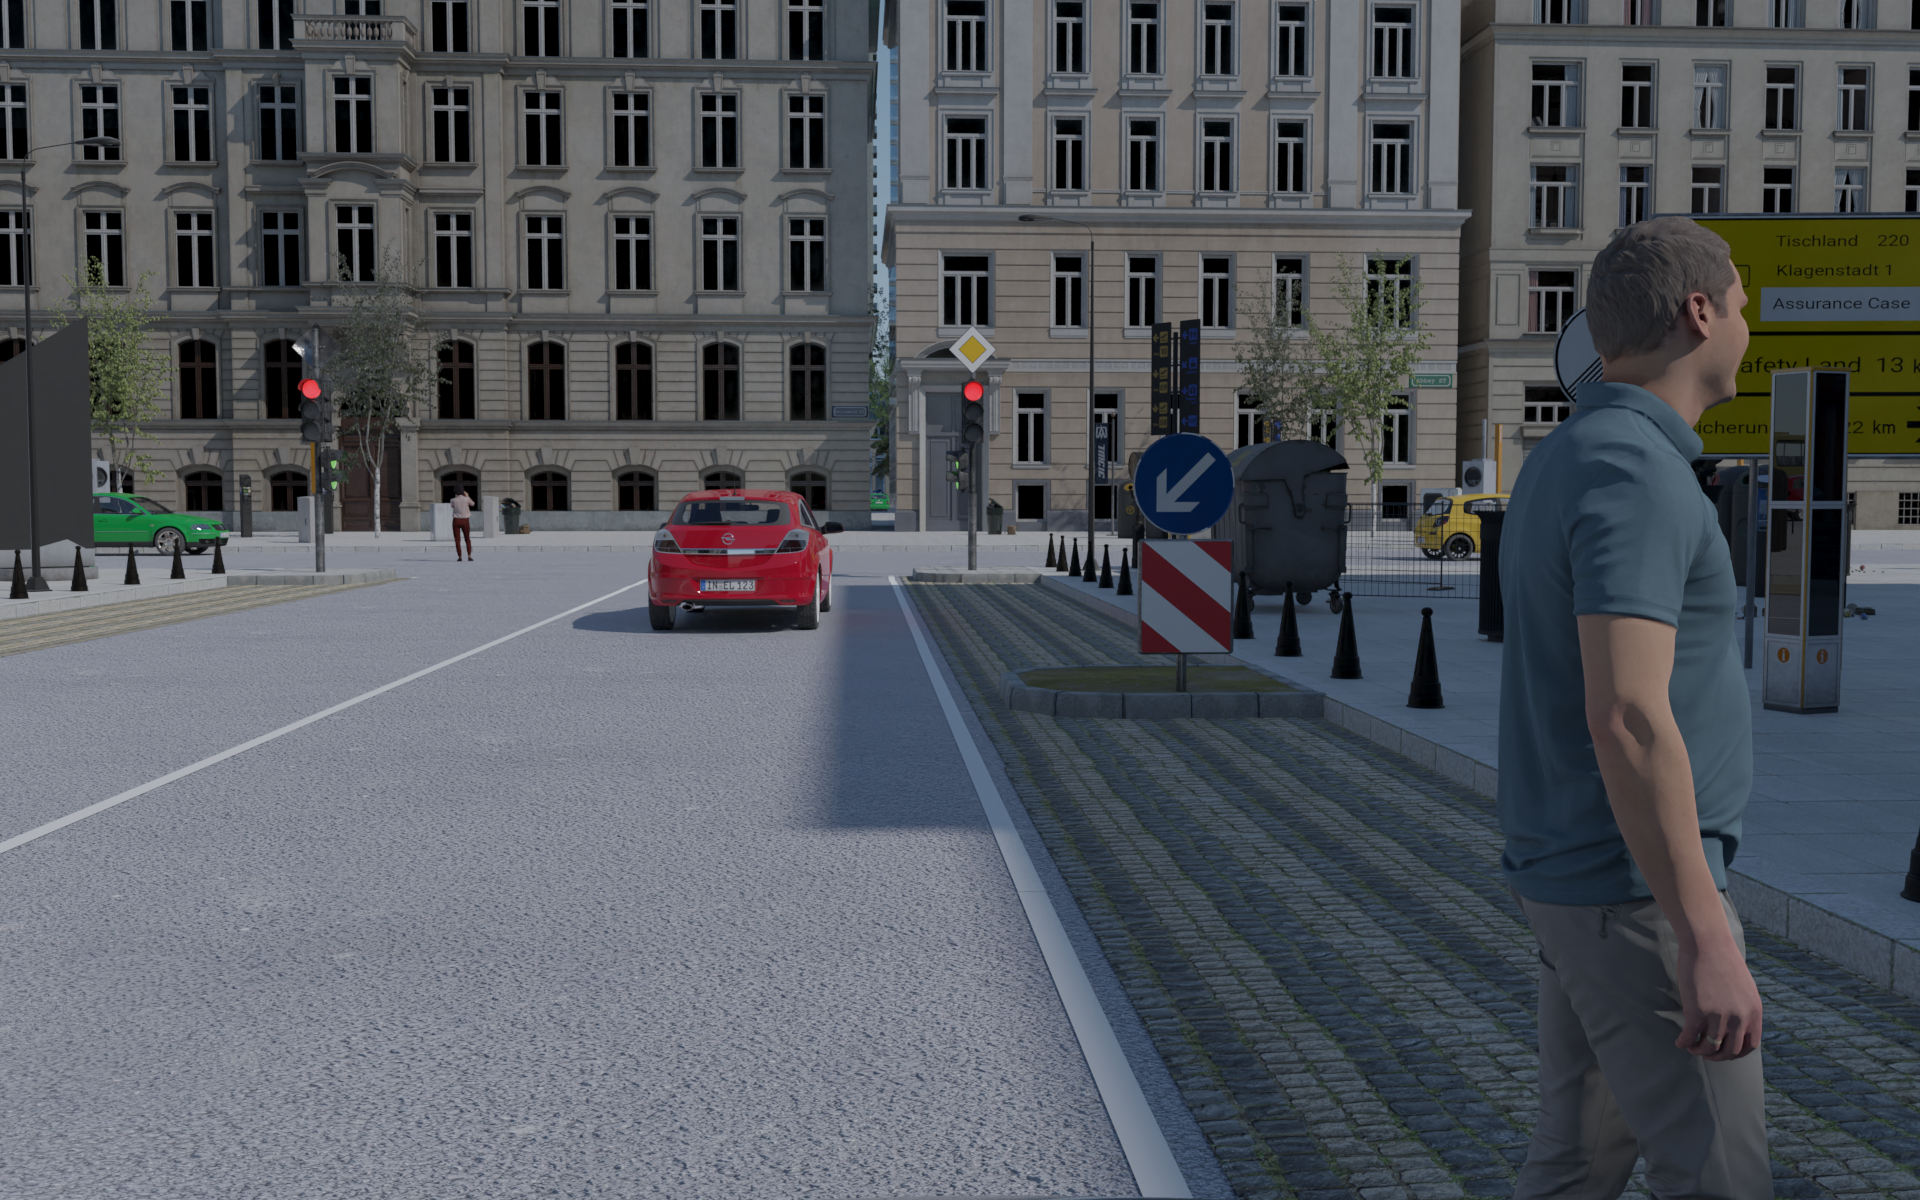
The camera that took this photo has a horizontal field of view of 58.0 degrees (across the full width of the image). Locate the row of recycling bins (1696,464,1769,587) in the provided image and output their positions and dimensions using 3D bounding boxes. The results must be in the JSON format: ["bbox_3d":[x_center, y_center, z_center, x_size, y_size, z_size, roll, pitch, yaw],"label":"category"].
[{"bbox_3d":[11.255,-1.124,25.494,1.069,1.692,3.534,0,4,-1],"label":"row of recycling bins"}]

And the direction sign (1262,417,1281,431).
[{"bbox_3d":[9.208,-3.623,51.231,0.876,3.537,0.379,-3,5,-44],"label":"direction sign"}]

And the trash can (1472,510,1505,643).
[{"bbox_3d":[4.839,-0.210,15.084,0.748,1.137,0.748,0,3,0],"label":"trash can"}]

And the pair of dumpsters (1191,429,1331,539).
[{"bbox_3d":[4.754,-1.574,28.229,1.574,2.255,4.437,0,4,-3],"label":"pair of dumpsters"}]

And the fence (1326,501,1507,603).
[{"bbox_3d":[5.442,-0.546,20.134,2.264,1.192,0.480,2,4,25],"label":"fence"}]

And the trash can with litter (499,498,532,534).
[{"bbox_3d":[-14.182,-2.682,55.232,0.624,1.170,1.055,2,4,25],"label":"trash can with litter"}]

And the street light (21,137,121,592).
[{"bbox_3d":[-11.615,-3.065,22.652,1.470,5.913,1.316,0,4,-3],"label":"street light"}]

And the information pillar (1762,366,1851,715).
[{"bbox_3d":[4.974,-0.348,10.188,0.304,2.012,0.304,-1,4,-21],"label":"information pillar"}]

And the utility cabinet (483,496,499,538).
[{"bbox_3d":[-13.737,-2.422,50.764,0.306,1.237,1.020,0,4,-5],"label":"utility cabinet"}]

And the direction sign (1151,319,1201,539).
[{"bbox_3d":[2.826,-1.883,22.790,0.379,3.537,0.876,-3,4,-38],"label":"direction sign"}]

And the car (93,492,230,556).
[{"bbox_3d":[-19.641,-1.945,40.590,4.718,1.807,1.959,0,4,-4],"label":"car"}]

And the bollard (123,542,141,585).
[{"bbox_3d":[-11.731,-0.519,24.524,0.229,0.601,0.229,0,3,0],"label":"bollard"}]

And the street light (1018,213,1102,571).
[{"bbox_3d":[1.659,-3.445,28.869,1.470,5.913,1.316,0,4,-3],"label":"street light"}]

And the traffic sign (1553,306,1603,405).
[{"bbox_3d":[4.260,-0.693,11.432,0.768,2.556,0.104,0,4,-2],"label":"traffic sign"}]

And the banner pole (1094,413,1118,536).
[{"bbox_3d":[4.512,-3.883,53.499,0.863,3.779,0.401,2,4,30],"label":"banner pole"}]

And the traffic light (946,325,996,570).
[{"bbox_3d":[0.189,-2.454,29.040,0.839,4.253,0.868,0,4,-3],"label":"traffic light"}]

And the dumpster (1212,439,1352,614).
[{"bbox_3d":[3.526,-0.822,19.192,1.264,1.857,1.865,0,4,-3],"label":"dumpster"}]

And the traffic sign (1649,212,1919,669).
[{"bbox_3d":[6.127,-1.147,12.632,2.265,3.308,0.079,0,4,2],"label":"traffic sign"}]

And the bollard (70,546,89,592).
[{"bbox_3d":[-11.629,-0.417,22.855,0.229,0.601,0.229,0,3,0],"label":"bollard"}]

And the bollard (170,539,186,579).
[{"bbox_3d":[-11.833,-0.620,26.180,0.229,0.601,0.229,0,3,0],"label":"bollard"}]

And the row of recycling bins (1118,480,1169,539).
[{"bbox_3d":[6.020,-2.588,49.428,3.534,1.692,1.069,3,5,40],"label":"row of recycling bins"}]

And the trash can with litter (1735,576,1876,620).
[{"bbox_3d":[8.814,-0.446,18.343,2.233,1.210,1.678,-1,4,-23],"label":"trash can with litter"}]

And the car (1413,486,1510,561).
[{"bbox_3d":[11.964,-1.682,37.728,3.980,1.641,2.015,0,4,-4],"label":"car"}]

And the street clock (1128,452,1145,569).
[{"bbox_3d":[3.081,-1.545,29.839,0.358,2.002,0.471,-1,4,-16],"label":"street clock"}]

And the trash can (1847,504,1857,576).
[{"bbox_3d":[13.060,-0.880,26.042,0.748,1.137,0.748,0,3,0],"label":"trash can"}]

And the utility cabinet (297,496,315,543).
[{"bbox_3d":[-17.168,-2.110,45.662,0.306,1.237,1.020,-3,4,-37],"label":"utility cabinet"}]

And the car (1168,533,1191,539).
[{"bbox_3d":[6.845,-1.825,40.066,3.980,1.641,2.015,0,4,-5],"label":"car"}]

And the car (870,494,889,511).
[{"bbox_3d":[-6.010,-7.315,128.403,1.959,1.807,4.718,0,4,-3],"label":"car"}]

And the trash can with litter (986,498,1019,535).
[{"bbox_3d":[1.344,-2.646,54.641,1.055,1.170,0.624,0,4,3],"label":"trash can with litter"}]

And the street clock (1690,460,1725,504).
[{"bbox_3d":[6.327,-0.625,14.791,0.358,2.002,0.471,-1,4,-9],"label":"street clock"}]

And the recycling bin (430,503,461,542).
[{"bbox_3d":[-13.998,-2.114,47.119,0.722,1.027,0.722,-2,4,-25],"label":"recycling bin"}]

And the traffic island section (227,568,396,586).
[{"bbox_3d":[-10.542,-0.381,28.505,2.009,0.180,2.903,0,4,-3],"label":"traffic island section"}]

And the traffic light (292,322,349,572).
[{"bbox_3d":[-10.502,-2.413,28.373,0.839,4.253,0.868,0,4,-3],"label":"traffic light"}]

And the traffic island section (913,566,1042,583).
[{"bbox_3d":[0.229,-0.421,29.157,2.009,0.180,2.903,0,4,-3],"label":"traffic island section"}]

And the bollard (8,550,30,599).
[{"bbox_3d":[-11.528,-0.316,21.201,0.229,0.601,0.229,0,3,0],"label":"bollard"}]

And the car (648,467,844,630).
[{"bbox_3d":[-2.418,-0.656,19.760,2.155,1.783,4.494,0,4,-2],"label":"car"}]
